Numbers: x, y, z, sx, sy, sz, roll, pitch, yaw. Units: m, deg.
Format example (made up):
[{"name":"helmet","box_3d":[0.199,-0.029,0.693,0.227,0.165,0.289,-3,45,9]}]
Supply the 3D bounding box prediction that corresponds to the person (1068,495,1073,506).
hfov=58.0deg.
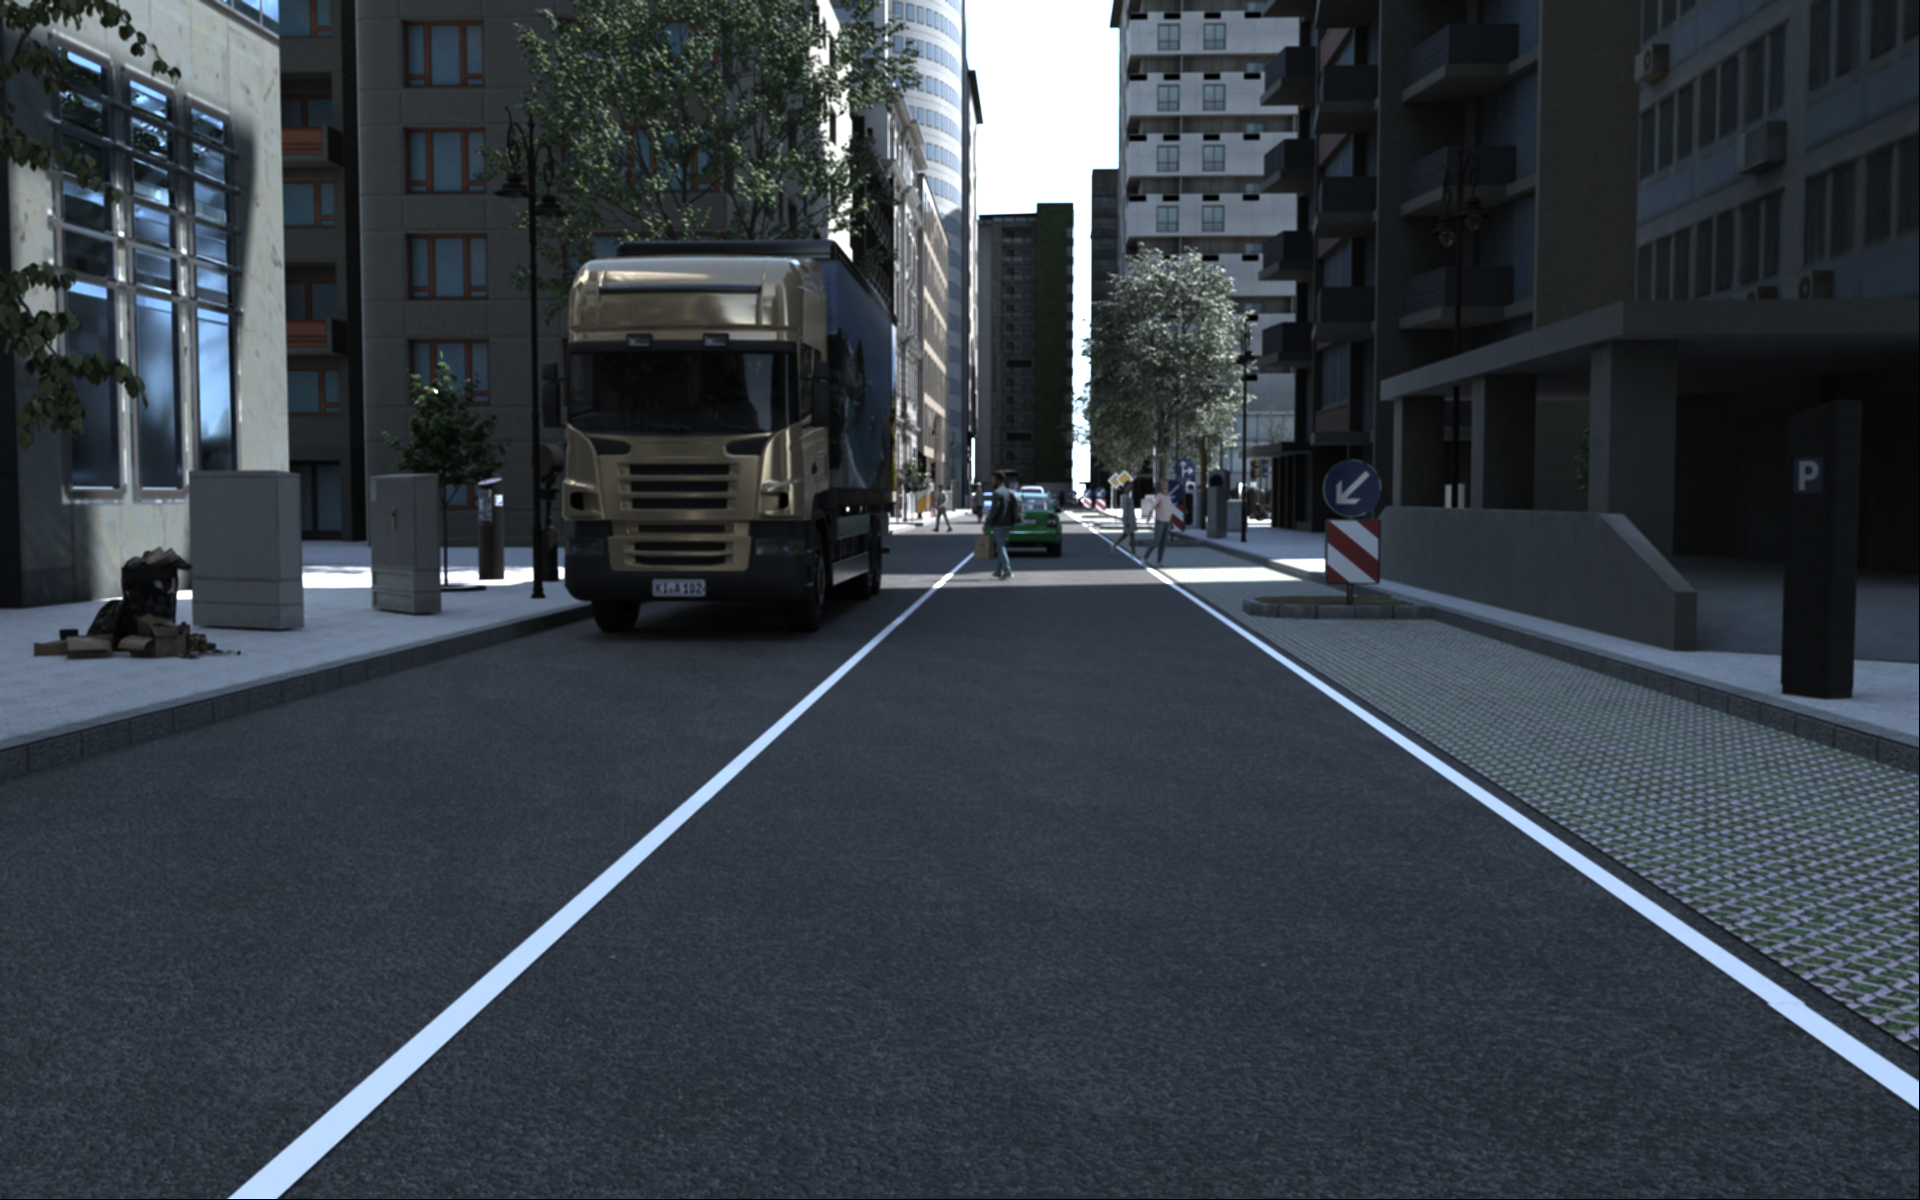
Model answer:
[{"name":"person","box_3d":[12.886,-11.518,200.038,0.991,1.433,0.599,2,4,25]}]

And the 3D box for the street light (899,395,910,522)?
[{"name":"street light","box_3d":[-2.534,-6.557,79.992,0.468,5.910,1.993,0,4,3]}]

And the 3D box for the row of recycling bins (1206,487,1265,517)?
[{"name":"row of recycling bins","box_3d":[15.456,-5.629,99.148,3.534,1.692,1.069,0,4,-8]}]

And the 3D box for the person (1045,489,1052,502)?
[{"name":"person","box_3d":[6.472,-7.304,127.943,0.581,1.822,0.654,1,4,11]}]

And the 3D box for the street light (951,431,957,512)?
[{"name":"street light","box_3d":[-0.467,-9.394,126.383,0.468,5.910,1.993,0,4,3]}]

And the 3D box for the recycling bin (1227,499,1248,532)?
[{"name":"recycling bin","box_3d":[9.459,-2.860,59.310,0.722,1.027,0.722,1,4,14]}]

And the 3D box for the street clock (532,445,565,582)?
[{"name":"street clock","box_3d":[-6.037,-1.275,25.423,0.471,2.002,0.358,3,4,36]}]

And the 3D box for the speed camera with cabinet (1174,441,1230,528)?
[{"name":"speed camera with cabinet","box_3d":[9.057,-4.313,64.850,2.038,3.252,0.660,2,4,30]}]

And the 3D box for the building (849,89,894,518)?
[{"name":"building","box_3d":[-10.147,-15.789,87.820,12.332,23.373,15.834,0,4,3]}]

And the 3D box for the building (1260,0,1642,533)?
[{"name":"building","box_3d":[21.196,-24.390,53.401,22.147,44.769,28.867,0,4,3]}]

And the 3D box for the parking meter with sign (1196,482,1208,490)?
[{"name":"parking meter with sign","box_3d":[15.497,-7.014,110.946,1.738,3.016,0.543,3,5,41]}]

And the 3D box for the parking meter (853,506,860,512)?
[{"name":"parking meter","box_3d":[-3.610,-3.130,59.589,0.372,1.533,0.369,0,3,0]}]

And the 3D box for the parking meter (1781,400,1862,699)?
[{"name":"parking meter","box_3d":[5.452,-0.323,10.986,0.255,1.863,0.399,-1,4,-20]}]

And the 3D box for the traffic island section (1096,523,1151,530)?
[{"name":"traffic island section","box_3d":[6.715,-2.953,70.555,2.009,0.180,2.903,0,4,3]}]

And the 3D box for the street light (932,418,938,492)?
[{"name":"street light","box_3d":[-1.501,-7.974,103.170,0.468,5.910,1.993,0,4,3]}]

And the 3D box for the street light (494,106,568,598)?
[{"name":"street light","box_3d":[-5.211,-2.962,21.216,0.468,5.910,1.993,0,4,3]}]

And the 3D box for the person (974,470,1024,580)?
[{"name":"person","box_3d":[0.635,-1.243,28.804,0.794,1.824,0.713,-3,5,-40]}]

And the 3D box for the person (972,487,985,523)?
[{"name":"person","box_3d":[0.885,-4.710,85.698,0.709,1.800,0.728,0,4,-4]}]

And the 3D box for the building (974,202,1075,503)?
[{"name":"building","box_3d":[9.030,-34.324,244.787,14.086,41.232,14.154,0,4,3]}]

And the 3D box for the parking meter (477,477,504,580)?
[{"name":"parking meter","box_3d":[-7.039,-1.075,25.986,0.372,1.533,0.369,0,3,0]}]

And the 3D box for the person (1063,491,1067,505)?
[{"name":"person","box_3d":[13.527,-13.338,226.560,1.348,1.826,0.705,2,4,23]}]

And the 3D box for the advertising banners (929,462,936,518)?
[{"name":"advertising banners","box_3d":[-1.514,-6.039,94.922,0.090,3.025,2.074,1,4,9]}]

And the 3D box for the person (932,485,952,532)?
[{"name":"person","box_3d":[-0.664,-3.475,65.589,0.850,1.792,0.678,-2,4,-34]}]

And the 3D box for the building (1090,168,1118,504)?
[{"name":"building","box_3d":[23.508,-32.786,219.638,14.154,41.232,14.086,0,4,3]}]

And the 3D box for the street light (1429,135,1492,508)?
[{"name":"street light","box_3d":[6.554,-3.061,22.843,0.468,5.910,1.993,0,4,3]}]

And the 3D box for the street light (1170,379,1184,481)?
[{"name":"street light","box_3d":[8.709,-5.914,69.480,0.468,5.910,1.993,0,4,3]}]

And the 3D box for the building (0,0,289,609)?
[{"name":"building","box_3d":[-20.033,-42.570,8.690,22.319,86.520,31.000,0,4,3]}]

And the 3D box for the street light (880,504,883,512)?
[{"name":"street light","box_3d":[-3.072,-5.816,67.876,0.468,5.910,1.993,0,4,3]}]

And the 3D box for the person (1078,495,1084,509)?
[{"name":"person","box_3d":[11.634,-9.400,165.381,0.799,1.438,0.628,0,4,5]}]

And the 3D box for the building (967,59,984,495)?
[{"name":"building","box_3d":[-11.255,-38.264,214.847,27.495,52.752,28.713,0,4,3]}]

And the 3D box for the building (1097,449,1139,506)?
[{"name":"building","box_3d":[27.320,-53.999,195.556,22.319,86.520,31.000,0,4,3]}]

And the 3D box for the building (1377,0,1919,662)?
[{"name":"building","box_3d":[22.237,-20.013,19.090,32.217,40.220,23.993,0,4,3]}]

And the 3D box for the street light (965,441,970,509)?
[{"name":"street light","box_3d":[0.662,-10.812,149.556,0.468,5.910,1.993,0,4,3]}]

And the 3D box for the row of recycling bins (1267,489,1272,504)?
[{"name":"row of recycling bins","box_3d":[21.373,-7.248,125.610,3.534,1.692,1.069,2,4,27]}]

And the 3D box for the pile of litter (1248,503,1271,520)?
[{"name":"pile of litter","box_3d":[15.075,-4.491,87.388,1.719,0.858,1.176,3,5,39]}]

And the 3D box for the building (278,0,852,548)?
[{"name":"building","box_3d":[-19.310,-12.852,55.174,28.899,21.520,27.650,0,4,3]}]

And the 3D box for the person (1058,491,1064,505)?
[{"name":"person","box_3d":[12.874,-12.910,219.583,0.705,1.823,1.348,3,4,37]}]

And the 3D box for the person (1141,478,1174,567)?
[{"name":"person","box_3d":[3.794,-1.503,33.742,0.598,1.740,0.731,2,4,29]}]

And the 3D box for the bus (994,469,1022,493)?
[{"name":"bus","box_3d":[4.820,-11.329,176.774,2.896,3.916,12.252,0,4,2]}]

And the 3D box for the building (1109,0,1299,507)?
[{"name":"building","box_3d":[29.228,-35.354,167.276,28.713,52.752,27.495,0,4,3]}]

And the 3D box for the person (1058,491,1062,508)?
[{"name":"person","box_3d":[9.994,-10.072,173.631,0.568,1.767,0.683,-1,4,-15]}]

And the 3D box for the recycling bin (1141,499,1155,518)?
[{"name":"recycling bin","box_3d":[10.119,-4.920,92.996,0.722,1.027,0.722,1,4,15]}]

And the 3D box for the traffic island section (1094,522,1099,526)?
[{"name":"traffic island section","box_3d":[7.083,-3.440,78.532,2.009,0.180,2.903,0,4,3]}]

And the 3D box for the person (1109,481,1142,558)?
[{"name":"person","box_3d":[3.738,-1.818,38.968,0.760,1.731,0.466,-1,4,-22]}]

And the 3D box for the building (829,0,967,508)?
[{"name":"building","box_3d":[-10.412,-38.262,167.580,21.231,58.520,28.212,0,4,3]}]

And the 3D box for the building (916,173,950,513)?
[{"name":"building","box_3d":[-11.309,-20.317,136.703,19.350,26.468,34.151,0,4,3]}]

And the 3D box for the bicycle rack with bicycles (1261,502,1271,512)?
[{"name":"bicycle rack with bicycles","box_3d":[19.500,-6.145,113.852,2.925,0.926,2.852,0,4,5]}]

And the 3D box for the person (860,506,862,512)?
[{"name":"person","box_3d":[-4.192,-3.820,73.547,0.523,1.515,0.503,-2,4,-34]}]

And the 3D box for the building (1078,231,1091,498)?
[{"name":"building","box_3d":[31.472,-36.271,247.654,28.867,44.769,22.147,0,4,3]}]

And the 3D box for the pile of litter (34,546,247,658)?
[{"name":"pile of litter","box_3d":[-6.629,0.005,13.890,1.719,0.858,1.176,2,4,30]}]

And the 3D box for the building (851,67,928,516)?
[{"name":"building","box_3d":[-9.559,-19.567,107.313,14.401,28.519,23.554,0,4,3]}]

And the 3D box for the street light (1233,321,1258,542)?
[{"name":"street light","box_3d":[7.609,-4.497,46.306,0.468,5.910,1.993,0,4,3]}]
